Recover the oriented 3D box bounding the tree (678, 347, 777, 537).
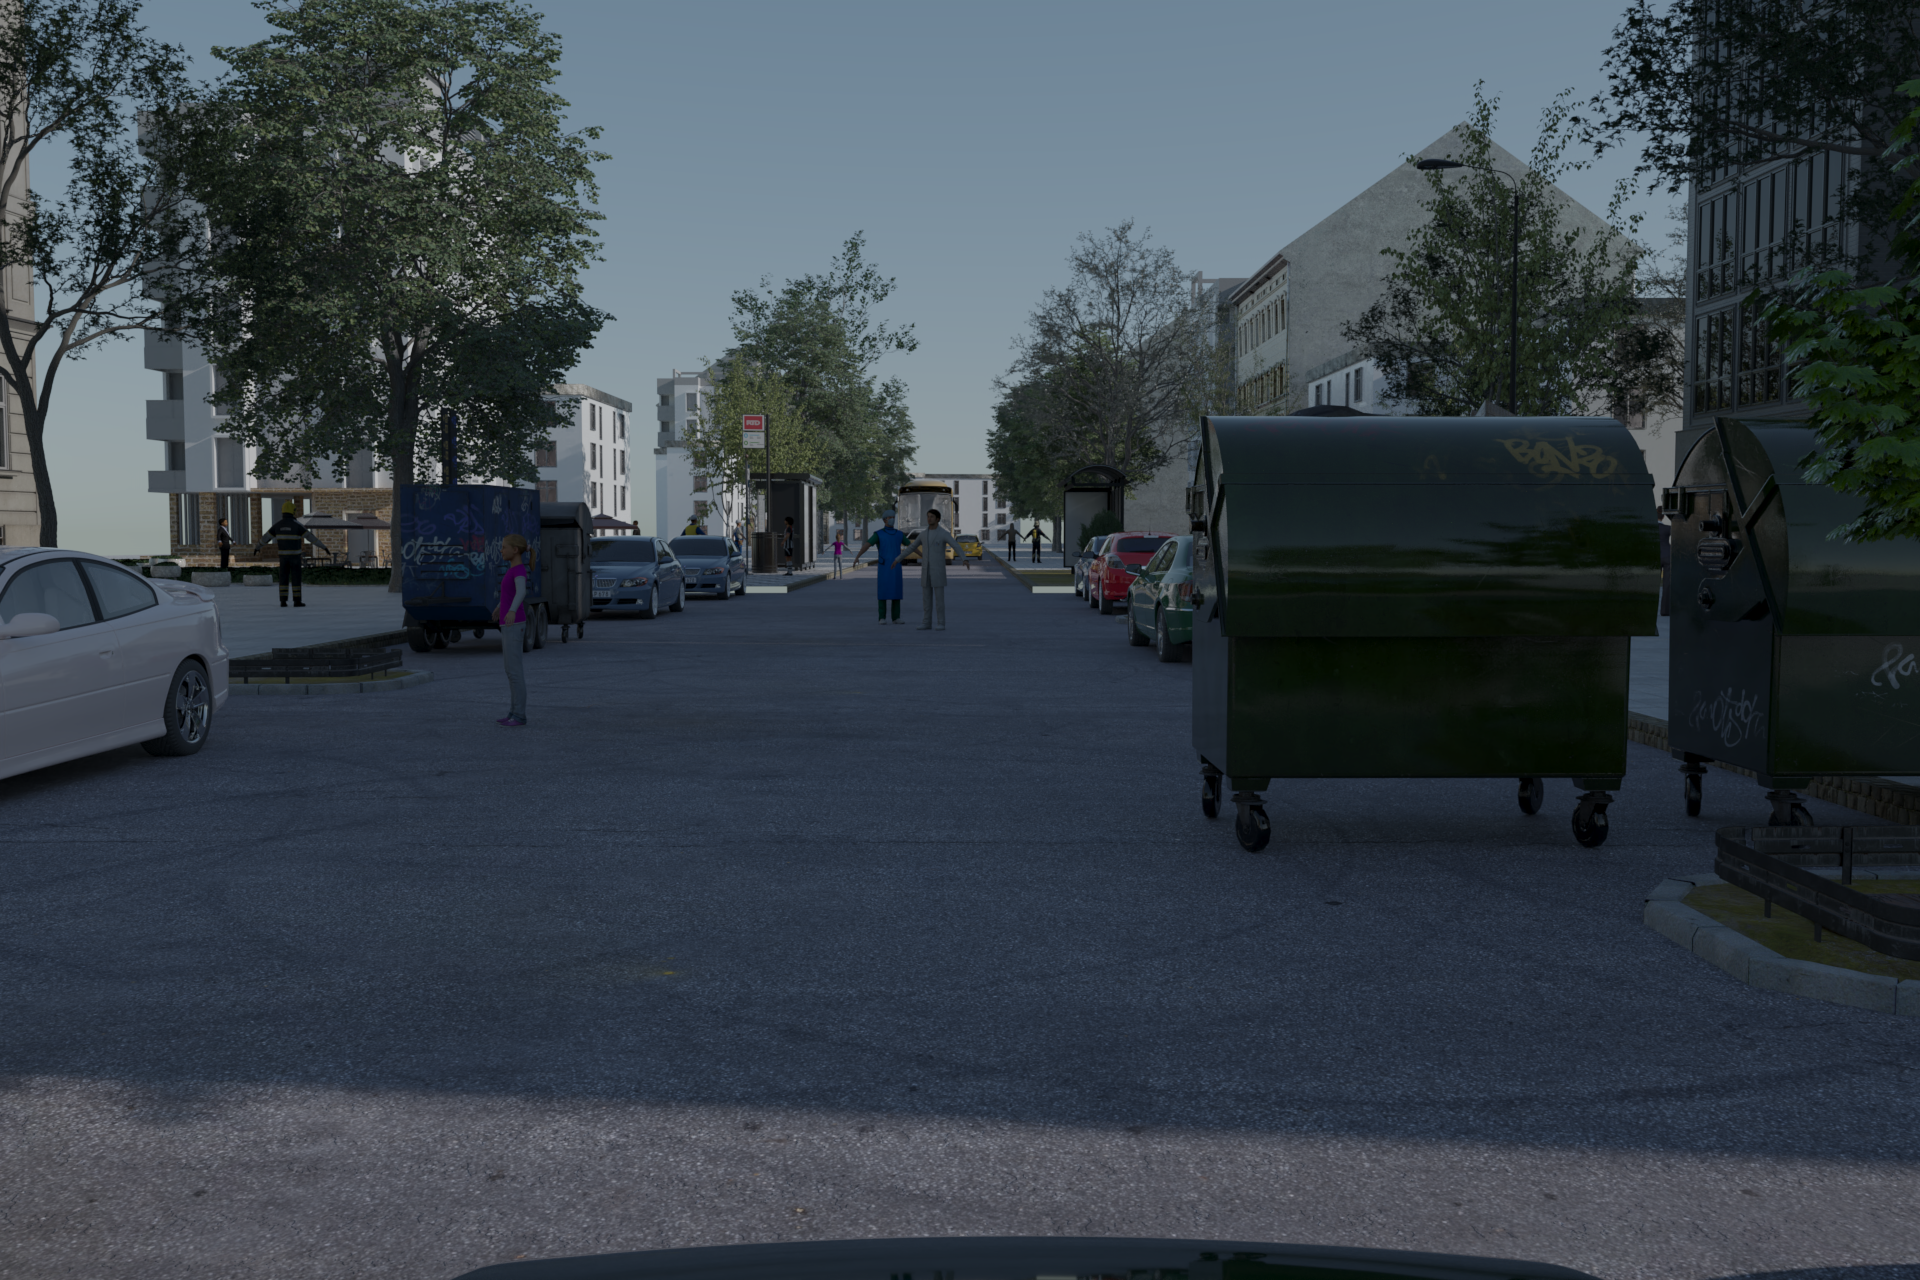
[{"bbox_3d":[-9.284,-7.248,68.864,4.737,8.622,4.395,0,3,0],"label":"tree"}]

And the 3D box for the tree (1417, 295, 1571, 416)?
[{"bbox_3d":[15.439,-6.152,50.955,4.737,8.622,4.395,0,3,0],"label":"tree"}]

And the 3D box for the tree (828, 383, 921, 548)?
[{"bbox_3d":[-8.171,-14.701,147.011,9.857,13.997,8.962,0,3,0],"label":"tree"}]

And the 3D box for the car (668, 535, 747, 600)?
[{"bbox_3d":[-5.888,-1.664,39.210,2.014,1.417,4.499,0,4,0],"label":"car"}]

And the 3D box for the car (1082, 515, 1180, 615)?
[{"bbox_3d":[3.387,-1.422,32.286,2.155,1.783,4.494,0,4,0],"label":"car"}]

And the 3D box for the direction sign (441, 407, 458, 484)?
[{"bbox_3d":[-9.220,-2.406,31.336,0.379,3.537,0.876,0,4,-1],"label":"direction sign"}]

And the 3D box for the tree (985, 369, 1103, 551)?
[{"bbox_3d":[6.974,-13.507,127.500,9.857,13.997,8.962,0,3,0],"label":"tree"}]

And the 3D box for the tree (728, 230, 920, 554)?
[{"bbox_3d":[-8.543,-15.491,109.162,12.611,20.169,13.585,0,3,0],"label":"tree"}]

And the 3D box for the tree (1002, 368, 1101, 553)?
[{"bbox_3d":[6.679,-12.154,116.850,7.486,12.596,7.792,0,3,0],"label":"tree"}]

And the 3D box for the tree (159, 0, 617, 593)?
[{"bbox_3d":[-12.180,-8.025,37.870,9.857,13.997,8.962,0,3,0],"label":"tree"}]

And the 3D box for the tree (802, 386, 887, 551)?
[{"bbox_3d":[-9.154,-13.102,132.340,7.486,12.596,7.792,0,3,0],"label":"tree"}]

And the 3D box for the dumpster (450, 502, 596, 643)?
[{"bbox_3d":[-5.898,-0.914,23.167,1.865,1.857,1.264,0,3,0],"label":"dumpster"}]

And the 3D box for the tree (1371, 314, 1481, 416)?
[{"bbox_3d":[16.038,-6.560,57.610,4.360,8.622,3.978,0,3,0],"label":"tree"}]

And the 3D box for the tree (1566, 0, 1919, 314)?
[{"bbox_3d":[9.130,-4.904,14.599,8.767,10.594,7.601,3,5,42],"label":"tree"}]

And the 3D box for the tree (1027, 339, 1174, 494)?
[{"bbox_3d":[6.713,-9.106,83.296,7.601,10.594,8.767,-1,4,-21],"label":"tree"}]

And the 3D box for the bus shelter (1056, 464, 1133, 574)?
[{"bbox_3d":[4.055,-3.610,52.941,2.014,3.302,5.546,0,4,1],"label":"bus shelter"}]

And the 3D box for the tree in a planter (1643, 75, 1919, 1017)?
[{"bbox_3d":[3.502,-0.529,5.875,1.991,3.239,1.994,0,4,1],"label":"tree in a planter"}]

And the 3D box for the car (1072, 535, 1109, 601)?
[{"bbox_3d":[3.510,-1.611,38.336,2.014,1.417,4.499,0,3,0],"label":"car"}]

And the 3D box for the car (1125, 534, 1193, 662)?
[{"bbox_3d":[3.110,-0.549,20.769,2.131,1.459,4.920,0,4,-1],"label":"car"}]

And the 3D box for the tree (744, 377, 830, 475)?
[{"bbox_3d":[-8.339,-7.979,80.827,4.737,8.622,4.395,0,3,0],"label":"tree"}]

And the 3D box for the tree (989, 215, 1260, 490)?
[{"bbox_3d":[6.165,-9.623,67.708,12.009,13.543,11.850,0,3,0],"label":"tree"}]

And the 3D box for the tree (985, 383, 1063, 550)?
[{"bbox_3d":[6.439,-14.449,142.901,9.857,13.997,8.962,0,3,0],"label":"tree"}]

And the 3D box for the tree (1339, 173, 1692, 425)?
[{"bbox_3d":[14.018,-6.696,43.900,8.767,10.594,7.601,0,4,8],"label":"tree"}]

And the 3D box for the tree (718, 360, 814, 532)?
[{"bbox_3d":[-8.635,-7.593,74.509,4.737,8.622,4.395,0,3,0],"label":"tree"}]

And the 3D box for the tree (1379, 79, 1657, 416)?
[{"bbox_3d":[9.206,-4.798,28.806,4.737,8.622,4.395,0,3,0],"label":"tree"}]

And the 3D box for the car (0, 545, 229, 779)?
[{"bbox_3d":[-5.895,0.151,9.895,2.083,1.381,4.827,0,4,0],"label":"car"}]

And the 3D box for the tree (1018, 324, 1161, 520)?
[{"bbox_3d":[6.901,-10.667,92.526,7.486,12.596,7.792,0,3,0],"label":"tree"}]

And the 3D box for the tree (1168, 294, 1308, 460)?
[{"bbox_3d":[8.010,-6.308,53.503,4.360,8.622,3.978,0,3,0],"label":"tree"}]

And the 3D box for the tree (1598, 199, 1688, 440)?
[{"bbox_3d":[24.998,-8.900,55.890,12.009,13.543,11.850,0,3,0],"label":"tree"}]

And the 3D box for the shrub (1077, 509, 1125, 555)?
[{"bbox_3d":[4.014,-2.636,47.514,1.690,2.028,1.600,0,3,0],"label":"shrub"}]

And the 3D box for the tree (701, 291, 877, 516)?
[{"bbox_3d":[-8.938,-11.372,92.592,9.857,13.997,8.962,0,3,0],"label":"tree"}]

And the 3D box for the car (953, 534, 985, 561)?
[{"bbox_3d":[0.360,-5.197,95.191,2.015,1.641,3.980,0,4,0],"label":"car"}]

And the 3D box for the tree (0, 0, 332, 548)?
[{"bbox_3d":[-12.192,-5.404,22.768,7.601,10.594,8.767,2,4,31],"label":"tree"}]

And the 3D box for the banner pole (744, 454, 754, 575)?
[{"bbox_3d":[-6.690,-3.953,54.653,0.401,3.779,0.863,0,4,2],"label":"banner pole"}]

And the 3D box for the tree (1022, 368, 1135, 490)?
[{"bbox_3d":[7.266,-10.844,103.058,9.928,11.665,9.643,0,3,0],"label":"tree"}]

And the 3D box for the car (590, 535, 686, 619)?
[{"bbox_3d":[-5.984,-1.142,30.667,2.014,1.417,4.499,0,4,0],"label":"car"}]
